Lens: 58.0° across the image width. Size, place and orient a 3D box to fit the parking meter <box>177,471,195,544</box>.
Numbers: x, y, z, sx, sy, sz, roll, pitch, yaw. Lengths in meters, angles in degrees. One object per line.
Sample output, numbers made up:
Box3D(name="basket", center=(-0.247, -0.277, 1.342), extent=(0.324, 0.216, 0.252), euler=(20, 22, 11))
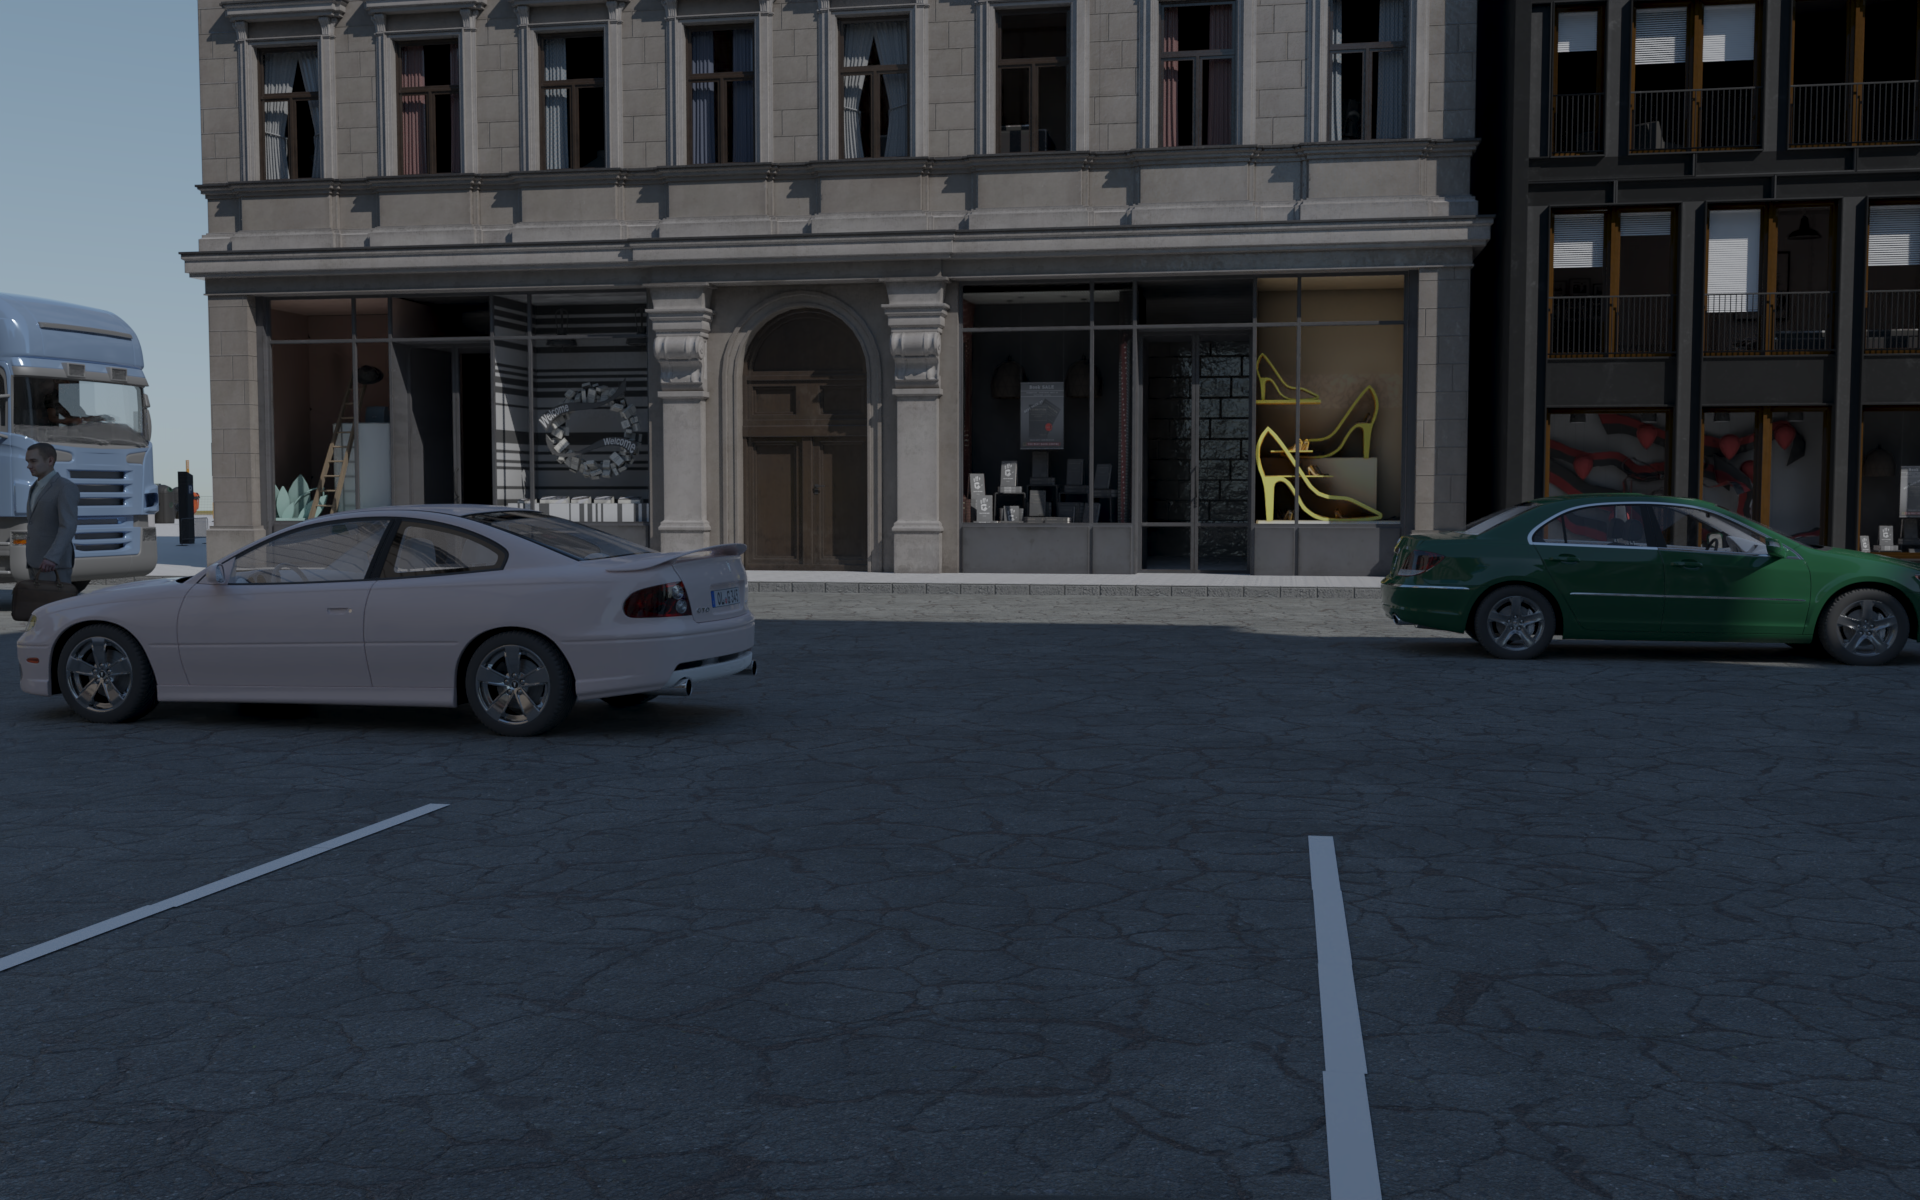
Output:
Box3D(name="parking meter", center=(-19.938, -2.380, 44.632), extent=(0.255, 1.863, 0.399), euler=(0, 4, 2))

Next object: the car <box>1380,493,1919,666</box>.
Box3D(name="car", center=(6.304, -0.229, 15.536), extent=(4.920, 1.459, 2.131), euler=(1, 4, 11))

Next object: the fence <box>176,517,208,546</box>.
Box3D(name="fence", center=(-19.321, -1.735, 43.747), extent=(0.278, 0.683, 2.069), euler=(0, 4, -6))

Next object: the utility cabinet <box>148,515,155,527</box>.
Box3D(name="utility cabinet", center=(-27.127, -2.832, 57.459), extent=(1.020, 1.237, 0.306), euler=(3, 4, 36))

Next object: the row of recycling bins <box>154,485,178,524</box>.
Box3D(name="row of recycling bins", center=(-35.414, -4.097, 74.092), extent=(1.069, 1.692, 3.534), euler=(2, 4, 35))

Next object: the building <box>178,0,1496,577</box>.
Box3D(name="building", center=(-10.944, -11.172, 33.573), extent=(40.483, 20.767, 10.553), euler=(1, 4, 11))

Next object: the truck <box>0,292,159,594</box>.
Box3D(name="truck", center=(-19.307, -2.070, 23.604), extent=(18.799, 4.110, 2.967), euler=(1, 4, 12))

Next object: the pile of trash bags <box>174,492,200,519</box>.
Box3D(name="pile of trash bags", center=(-40.312, -4.841, 88.904), extent=(1.912, 1.369, 3.447), euler=(1, 4, 16))

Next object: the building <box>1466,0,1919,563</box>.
Box3D(name="building", center=(16.956, -12.223, 29.518), extent=(15.834, 23.373, 12.332), euler=(1, 4, 11))

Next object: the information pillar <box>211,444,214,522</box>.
Box3D(name="information pillar", center=(-34.056, -5.367, 79.105), extent=(0.183, 3.616, 0.504), euler=(0, 4, -7))

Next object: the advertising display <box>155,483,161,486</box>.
Box3D(name="advertising display", center=(-48.783, -6.120, 105.277), extent=(0.974, 1.923, 0.123), euler=(3, 5, 44))

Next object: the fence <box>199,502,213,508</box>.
Box3D(name="fence", center=(-41.513, -5.147, 95.360), extent=(2.264, 1.192, 0.480), euler=(-3, 5, -42))

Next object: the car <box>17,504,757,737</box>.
Box3D(name="car", center=(-3.739, 0.063, 11.336), extent=(4.827, 1.381, 2.083), euler=(1, 4, 12))

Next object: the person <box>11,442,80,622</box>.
Box3D(name="person", center=(-6.712, -0.255, 12.795), extent=(0.709, 1.813, 0.853), euler=(2, 4, 30))

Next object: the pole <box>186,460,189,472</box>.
Box3D(name="pole", center=(-46.303, -6.730, 103.878), extent=(0.158, 3.312, 0.155), euler=(0, 3, 0))
